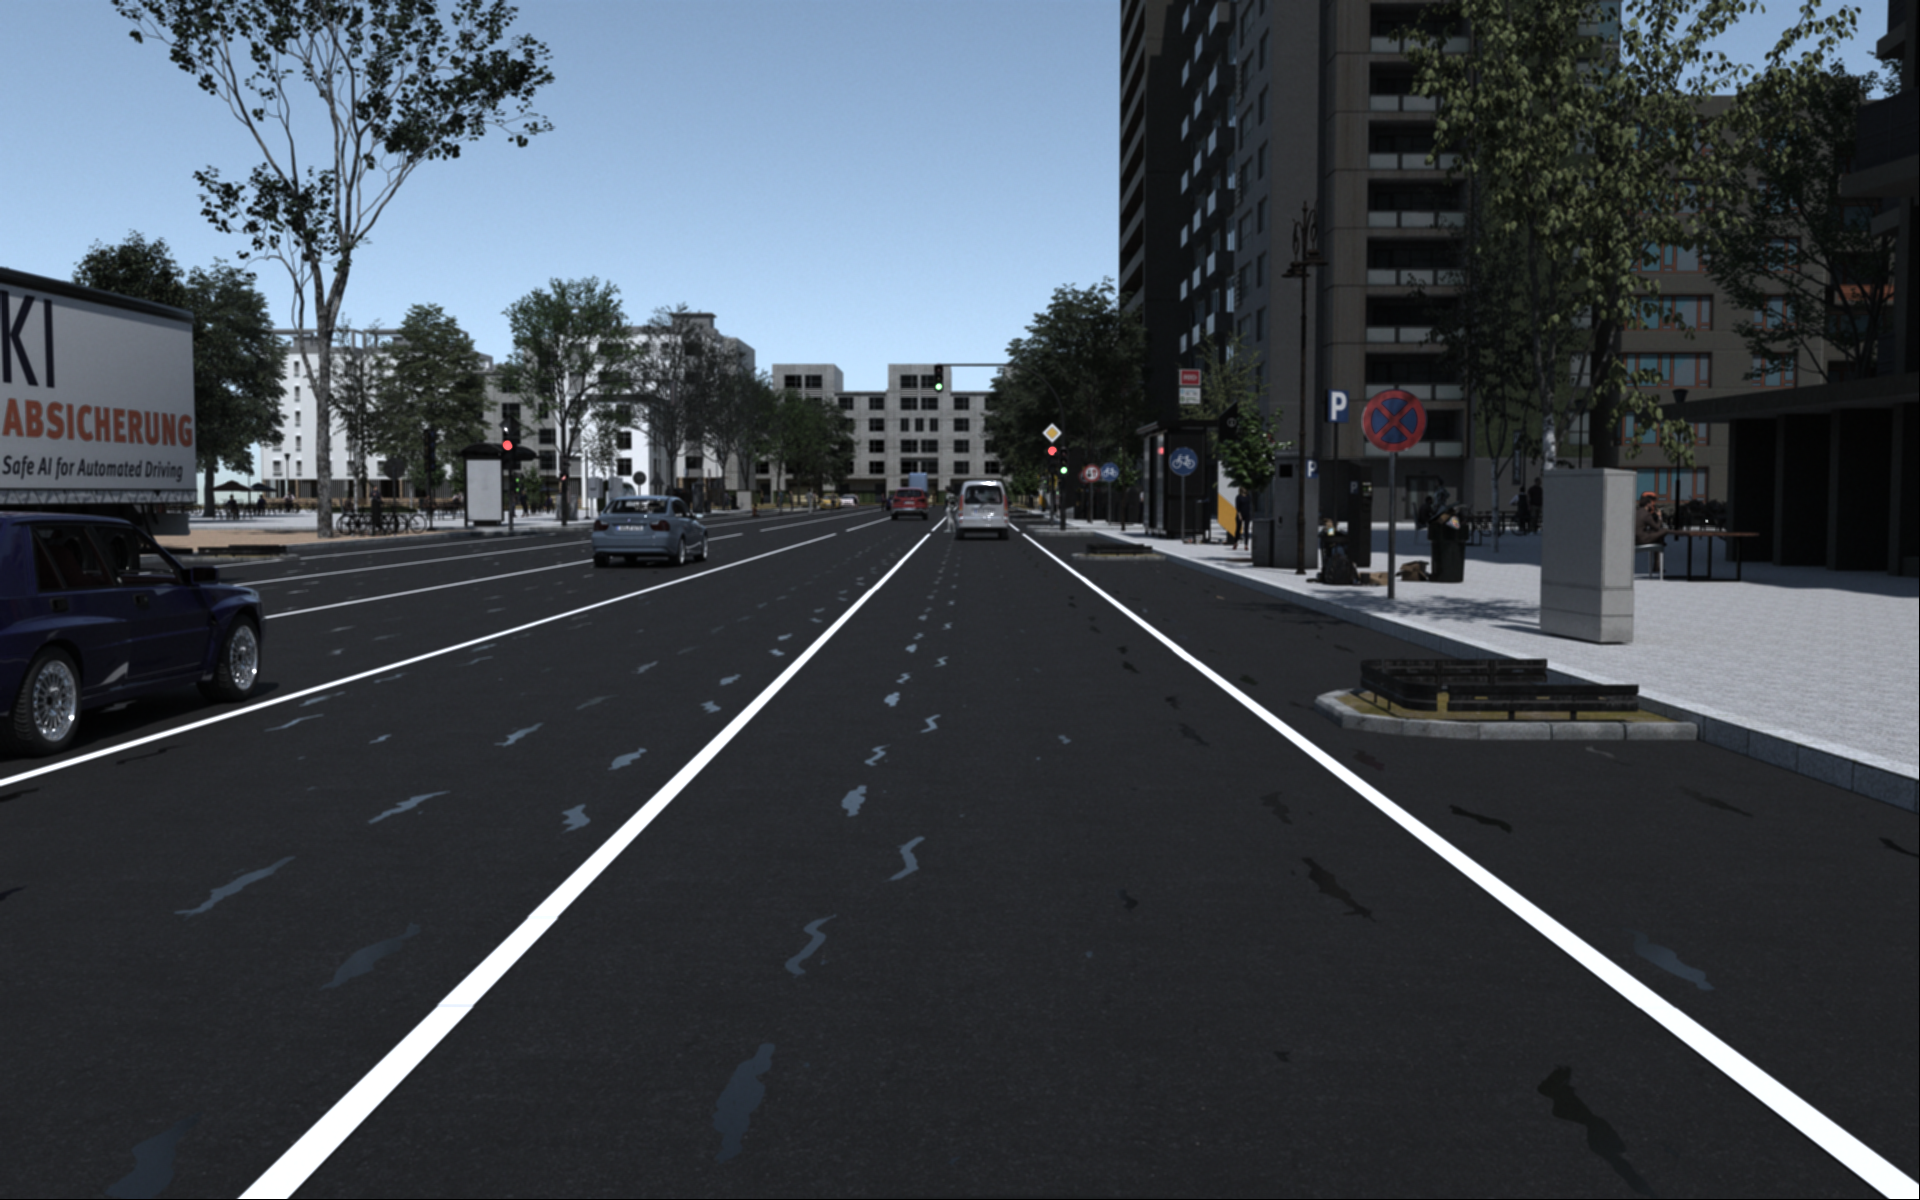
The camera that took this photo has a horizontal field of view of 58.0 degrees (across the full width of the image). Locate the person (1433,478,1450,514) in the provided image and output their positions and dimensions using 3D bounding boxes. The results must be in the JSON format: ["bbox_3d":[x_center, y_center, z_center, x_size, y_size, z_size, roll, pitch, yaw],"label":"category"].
[{"bbox_3d":[13.441,-2.548,48.423,0.376,1.734,0.841,0,4,5],"label":"person"}]

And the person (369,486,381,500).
[{"bbox_3d":[-29.716,-4.957,88.007,0.541,1.710,0.530,-1,4,-17],"label":"person"}]

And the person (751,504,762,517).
[{"bbox_3d":[-12.867,-5.671,109.513,0.655,0.850,0.859,-1,4,-22],"label":"person"}]

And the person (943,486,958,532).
[{"bbox_3d":[-0.387,-3.412,65.010,0.376,1.734,0.841,2,4,34],"label":"person"}]

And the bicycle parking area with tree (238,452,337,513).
[{"bbox_3d":[-47.944,-8.163,120.467,9.016,4.147,8.231,1,4,21],"label":"bicycle parking area with tree"}]

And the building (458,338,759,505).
[{"bbox_3d":[-40.884,-20.663,204.294,31.486,18.905,16.747,0,4,0],"label":"building"}]

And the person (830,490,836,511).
[{"bbox_3d":[-11.082,-8.628,150.095,0.617,1.759,0.750,-2,4,-33],"label":"person"}]

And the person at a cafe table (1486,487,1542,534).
[{"bbox_3d":[17.962,-2.880,55.608,1.698,1.524,1.622,0,4,2],"label":"person at a cafe table"}]

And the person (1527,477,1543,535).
[{"bbox_3d":[18.129,-2.956,54.507,0.598,1.807,0.434,-1,4,-11],"label":"person"}]

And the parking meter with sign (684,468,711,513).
[{"bbox_3d":[-17.710,-7.388,117.052,1.738,3.016,0.543,-2,4,-30],"label":"parking meter with sign"}]

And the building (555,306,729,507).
[{"bbox_3d":[-32.414,-19.702,178.555,16.016,20.091,11.380,0,4,0],"label":"building"}]

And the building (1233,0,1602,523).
[{"bbox_3d":[20.965,-24.368,82.006,14.086,41.232,14.154,0,4,0],"label":"building"}]

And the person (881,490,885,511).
[{"bbox_3d":[-6.372,-8.327,145.335,0.721,1.739,1.217,0,4,-1],"label":"person"}]

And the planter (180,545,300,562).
[{"bbox_3d":[-15.574,-1.017,37.771,1.991,0.319,1.994,0,4,0],"label":"planter"}]

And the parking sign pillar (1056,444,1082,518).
[{"bbox_3d":[5.894,-6.410,93.271,1.447,3.967,1.447,0,4,8],"label":"parking sign pillar"}]

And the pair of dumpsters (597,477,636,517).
[{"bbox_3d":[-19.280,-5.764,96.740,1.574,2.255,4.437,0,4,0],"label":"pair of dumpsters"}]

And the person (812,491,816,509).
[{"bbox_3d":[-14.032,-9.606,166.261,0.721,1.736,1.217,0,4,4],"label":"person"}]

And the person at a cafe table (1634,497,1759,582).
[{"bbox_3d":[10.678,-0.916,25.845,1.726,1.238,1.698,0,4,1],"label":"person at a cafe table"}]

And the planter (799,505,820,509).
[{"bbox_3d":[-14.835,-9.173,171.110,1.991,0.319,1.994,0,4,0],"label":"planter"}]

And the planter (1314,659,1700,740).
[{"bbox_3d":[3.338,0.614,11.094,1.991,0.319,1.994,0,4,0],"label":"planter"}]

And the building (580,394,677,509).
[{"bbox_3d":[-30.414,-13.265,159.022,9.099,9.664,28.070,0,4,0],"label":"building"}]

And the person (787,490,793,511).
[{"bbox_3d":[-14.497,-8.452,147.220,0.750,1.759,0.617,0,4,6],"label":"person"}]

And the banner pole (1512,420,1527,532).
[{"bbox_3d":[19.063,-4.218,58.974,0.401,3.779,0.863,-1,4,-20],"label":"banner pole"}]

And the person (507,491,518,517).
[{"bbox_3d":[-24.856,-5.471,96.310,0.655,1.722,0.431,1,4,19],"label":"person"}]

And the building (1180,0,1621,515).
[{"bbox_3d":[25.666,-29.755,106.097,23.786,49.044,30.456,0,4,0],"label":"building"}]

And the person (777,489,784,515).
[{"bbox_3d":[-12.309,-6.721,118.509,0.434,1.807,0.598,3,4,36],"label":"person"}]

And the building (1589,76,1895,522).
[{"bbox_3d":[43.397,-14.931,89.159,28.899,21.520,27.650,0,4,0],"label":"building"}]

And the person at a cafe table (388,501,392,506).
[{"bbox_3d":[-46.976,-8.000,141.663,1.726,1.238,1.698,0,4,6],"label":"person at a cafe table"}]

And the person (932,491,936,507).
[{"bbox_3d":[-2.948,-11.035,189.445,0.721,1.766,1.217,0,4,-2],"label":"person"}]

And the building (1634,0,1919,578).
[{"bbox_3d":[24.179,-22.296,19.160,22.147,44.769,28.867,0,4,0],"label":"building"}]

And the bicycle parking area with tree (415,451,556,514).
[{"bbox_3d":[-30.119,-7.845,115.270,8.231,4.147,9.016,1,4,10],"label":"bicycle parking area with tree"}]

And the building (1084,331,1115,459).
[{"bbox_3d":[23.297,-20.171,196.249,16.747,18.905,31.486,0,4,0],"label":"building"}]

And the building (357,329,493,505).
[{"bbox_3d":[-62.313,-21.313,204.884,11.380,20.091,16.016,0,4,0],"label":"building"}]

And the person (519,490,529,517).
[{"bbox_3d":[-24.456,-5.422,97.238,0.480,1.512,0.613,1,4,9],"label":"person"}]

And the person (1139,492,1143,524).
[{"bbox_3d":[7.920,-4.015,73.896,0.614,1.554,0.590,-3,5,-40],"label":"person"}]

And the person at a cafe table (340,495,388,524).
[{"bbox_3d":[-26.116,-3.955,75.520,1.726,1.238,1.698,-2,4,-28],"label":"person at a cafe table"}]

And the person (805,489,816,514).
[{"bbox_3d":[-10.502,-6.932,121.982,0.875,1.805,0.789,2,4,26],"label":"person"}]

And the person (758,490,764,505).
[{"bbox_3d":[-23.293,-12.065,203.391,0.705,1.812,1.348,-3,4,-37],"label":"person"}]

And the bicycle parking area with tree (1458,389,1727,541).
[{"bbox_3d":[19.108,-3.856,50.053,9.016,4.147,8.231,0,4,4],"label":"bicycle parking area with tree"}]

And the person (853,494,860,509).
[{"bbox_3d":[-9.944,-9.511,167.196,0.799,1.438,0.628,1,4,20],"label":"person"}]

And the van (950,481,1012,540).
[{"bbox_3d":[0.691,-2.952,55.279,2.013,2.044,4.112,0,4,-1],"label":"van"}]

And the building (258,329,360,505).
[{"bbox_3d":[-74.119,-21.303,204.716,11.380,20.091,16.016,0,4,0],"label":"building"}]

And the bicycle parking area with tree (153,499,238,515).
[{"bbox_3d":[-51.185,-7.370,107.505,9.016,4.147,8.231,0,4,-2],"label":"bicycle parking area with tree"}]

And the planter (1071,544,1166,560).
[{"bbox_3d":[3.486,-1.061,38.479,1.991,0.319,1.994,0,4,0],"label":"planter"}]

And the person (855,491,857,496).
[{"bbox_3d":[-12.794,-12.534,213.395,0.705,1.831,1.348,0,4,5],"label":"person"}]

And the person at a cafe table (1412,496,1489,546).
[{"bbox_3d":[12.279,-2.005,43.635,1.726,1.238,1.698,0,4,6],"label":"person at a cafe table"}]

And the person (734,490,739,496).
[{"bbox_3d":[-23.947,-11.039,187.242,1.217,1.735,0.721,1,4,17],"label":"person"}]

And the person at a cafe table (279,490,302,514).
[{"bbox_3d":[-44.356,-6.477,114.419,1.698,1.524,1.622,-1,4,-20],"label":"person at a cafe table"}]

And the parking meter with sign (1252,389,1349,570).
[{"bbox_3d":[5.772,-2.042,29.653,0.543,3.016,1.738,-3,4,-39],"label":"parking meter with sign"}]

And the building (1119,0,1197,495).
[{"bbox_3d":[23.716,-31.095,132.102,21.300,48.544,21.600,0,4,0],"label":"building"}]

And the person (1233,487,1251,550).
[{"bbox_3d":[6.431,-1.897,39.608,0.480,1.512,0.613,-3,4,-36],"label":"person"}]

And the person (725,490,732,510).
[{"bbox_3d":[-17.868,-7.654,133.141,0.963,1.587,0.435,3,5,43],"label":"person"}]

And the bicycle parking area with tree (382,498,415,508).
[{"bbox_3d":[-38.923,-8.826,131.310,9.016,4.147,8.231,-2,4,-29],"label":"bicycle parking area with tree"}]

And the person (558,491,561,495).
[{"bbox_3d":[-25.384,-6.226,110.527,0.600,1.496,0.574,-3,4,-38],"label":"person"}]

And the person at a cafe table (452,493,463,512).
[{"bbox_3d":[-36.283,-7.156,125.507,1.698,1.524,1.622,-3,4,-36],"label":"person at a cafe table"}]

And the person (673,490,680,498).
[{"bbox_3d":[-18.686,-6.467,114.142,0.546,1.535,0.453,0,4,-5],"label":"person"}]

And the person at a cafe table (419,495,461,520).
[{"bbox_3d":[-25.930,-4.570,85.580,1.726,1.238,1.698,2,4,26],"label":"person at a cafe table"}]
